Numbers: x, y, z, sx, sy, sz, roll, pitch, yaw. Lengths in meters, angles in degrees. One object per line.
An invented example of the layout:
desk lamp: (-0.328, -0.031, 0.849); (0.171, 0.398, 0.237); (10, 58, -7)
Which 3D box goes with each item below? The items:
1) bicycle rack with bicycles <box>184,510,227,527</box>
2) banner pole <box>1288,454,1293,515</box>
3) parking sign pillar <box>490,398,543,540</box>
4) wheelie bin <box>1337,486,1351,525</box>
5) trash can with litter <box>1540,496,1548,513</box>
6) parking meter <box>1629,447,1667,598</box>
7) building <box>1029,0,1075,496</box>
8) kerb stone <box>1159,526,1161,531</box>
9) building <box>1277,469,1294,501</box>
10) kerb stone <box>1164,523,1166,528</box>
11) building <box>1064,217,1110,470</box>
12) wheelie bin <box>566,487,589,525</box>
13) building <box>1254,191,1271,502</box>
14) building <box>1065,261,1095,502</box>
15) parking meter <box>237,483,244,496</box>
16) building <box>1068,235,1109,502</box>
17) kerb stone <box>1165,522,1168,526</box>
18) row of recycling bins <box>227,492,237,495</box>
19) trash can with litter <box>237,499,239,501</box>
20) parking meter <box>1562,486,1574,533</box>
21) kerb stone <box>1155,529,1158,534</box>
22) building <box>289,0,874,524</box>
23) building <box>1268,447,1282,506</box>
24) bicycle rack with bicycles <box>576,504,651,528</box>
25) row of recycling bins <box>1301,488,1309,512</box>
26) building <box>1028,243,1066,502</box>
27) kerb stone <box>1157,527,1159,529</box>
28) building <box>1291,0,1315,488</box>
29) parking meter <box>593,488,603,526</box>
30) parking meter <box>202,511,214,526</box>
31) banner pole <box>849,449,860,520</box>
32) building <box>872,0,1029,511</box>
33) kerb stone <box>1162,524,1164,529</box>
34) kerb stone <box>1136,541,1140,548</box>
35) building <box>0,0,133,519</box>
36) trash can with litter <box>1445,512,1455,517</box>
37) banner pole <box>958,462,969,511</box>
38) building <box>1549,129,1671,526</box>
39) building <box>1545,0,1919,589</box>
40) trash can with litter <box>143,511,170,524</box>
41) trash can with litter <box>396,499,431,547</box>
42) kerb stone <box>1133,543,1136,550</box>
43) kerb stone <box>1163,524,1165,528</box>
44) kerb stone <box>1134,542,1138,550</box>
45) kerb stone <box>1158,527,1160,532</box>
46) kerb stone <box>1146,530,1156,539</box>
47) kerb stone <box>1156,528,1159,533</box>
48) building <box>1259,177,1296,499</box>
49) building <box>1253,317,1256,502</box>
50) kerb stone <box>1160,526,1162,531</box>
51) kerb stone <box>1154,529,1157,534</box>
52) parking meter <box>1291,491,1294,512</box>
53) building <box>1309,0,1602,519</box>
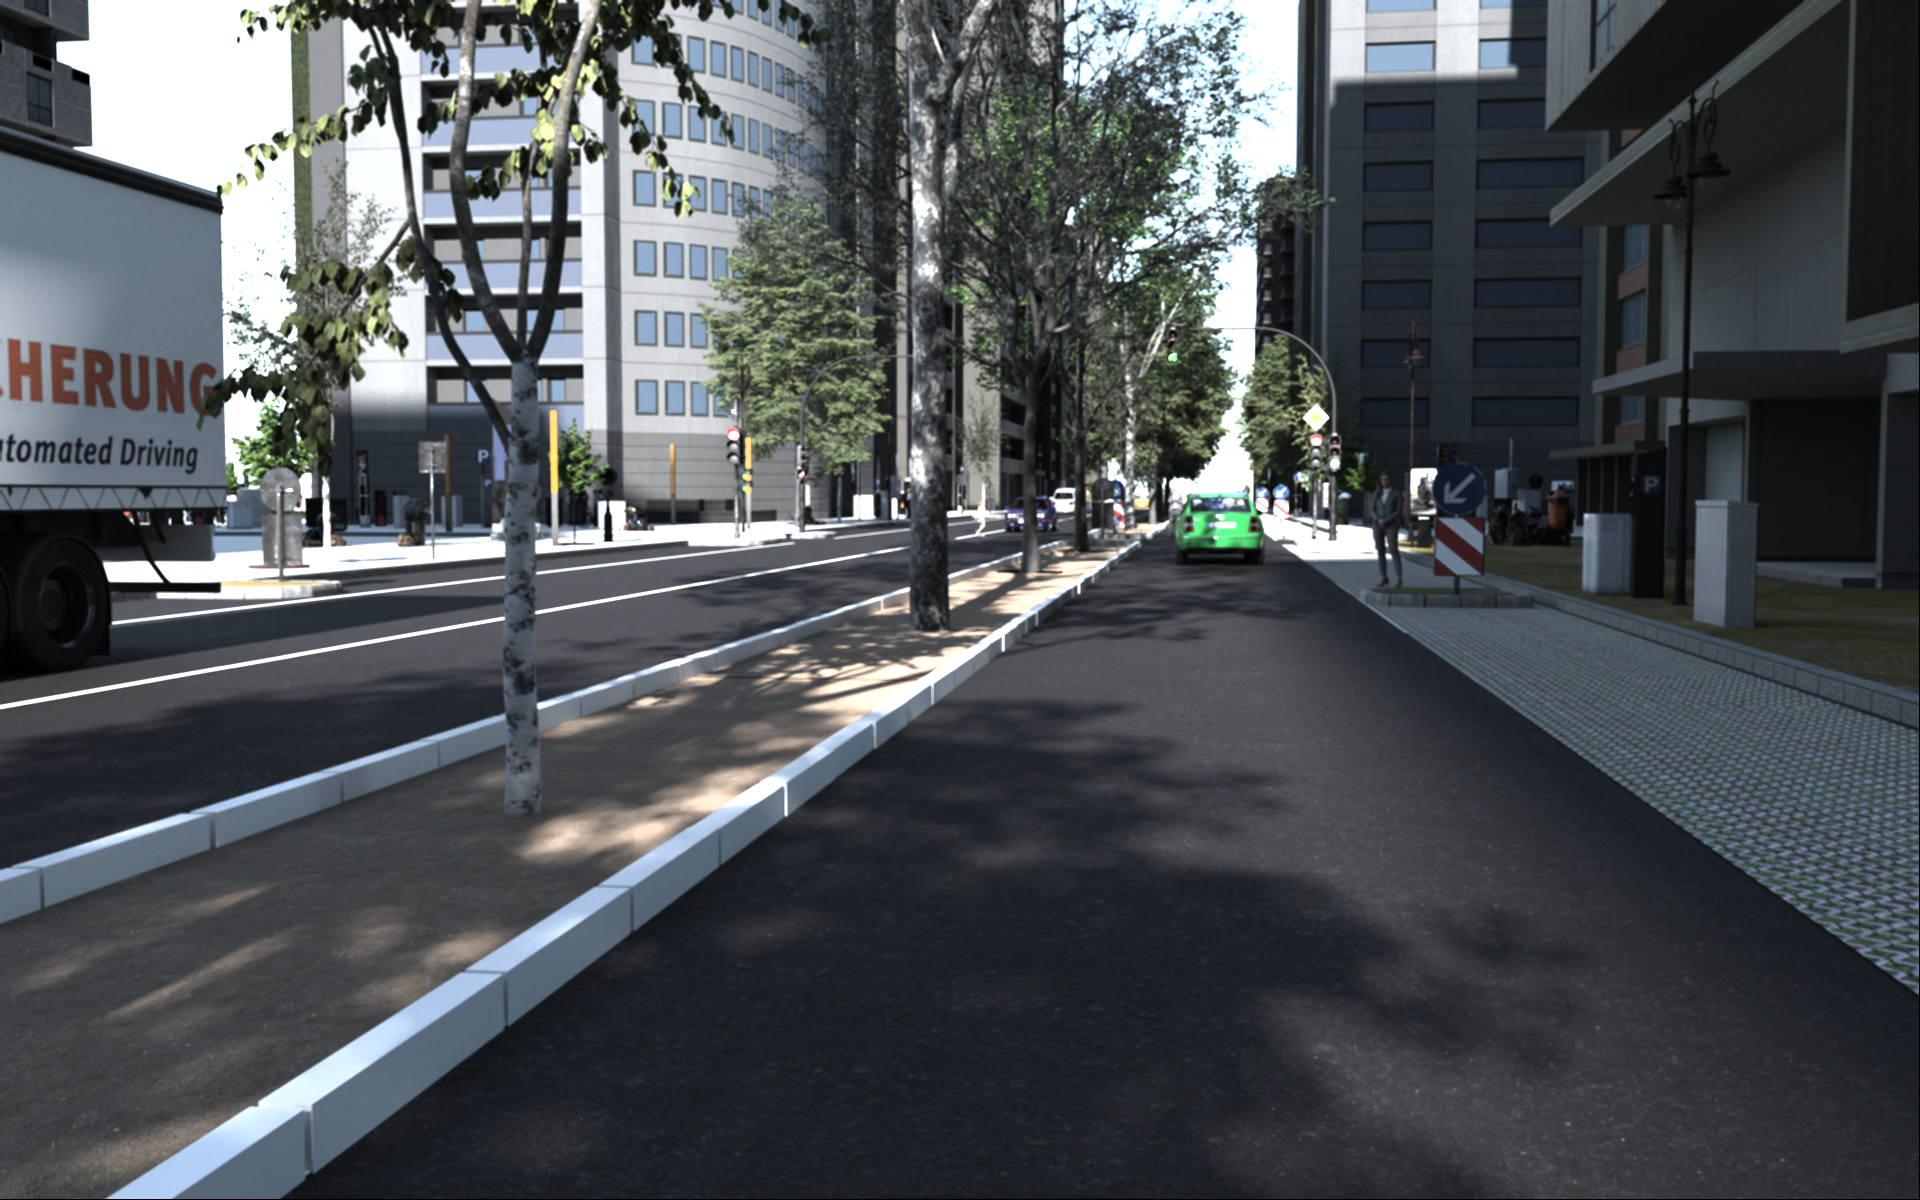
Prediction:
bicycle rack with bicycles: (-28.681, -3.331, 67.839); (2.925, 0.926, 2.852); (3, 5, 41)
banner pole: (20.676, -7.257, 108.672); (0.401, 3.779, 0.863); (0, 4, -4)
parking sign pillar: (-12.472, -3.680, 48.642); (1.447, 3.967, 1.447); (0, 4, -7)
wheelie bin: (15.611, -3.871, 71.203); (0.980, 1.594, 0.693); (3, 4, 36)
trash can with litter: (26.909, -4.274, 80.937); (2.233, 1.210, 1.678); (3, 4, 38)
parking meter: (8.488, -0.960, 21.399); (0.399, 1.863, 0.255); (1, 4, 10)
building: (5.197, -48.187, 226.104); (20.563, 71.187, 20.611); (1, 4, 8)
kerb stone: (7.204, -2.526, 63.494); (0.120, 0.150, 1.000); (1, 4, 8)
building: (40.300, -44.095, 159.197); (20.563, 71.187, 20.611); (1, 4, 8)
kerb stone: (8.237, -2.961, 70.607); (0.120, 0.150, 1.000); (1, 4, 8)
building: (16.906, -38.617, 281.504); (14.600, 45.320, 14.200); (1, 4, 8)
wheelie bin: (-15.622, -3.857, 70.963); (0.693, 1.594, 0.980); (3, 5, 44)
building: (55.261, -38.868, 259.190); (21.300, 48.544, 21.600); (1, 4, 8)
building: (2.922, -34.127, 249.865); (32.217, 40.220, 23.993); (1, 4, 8)
parking meter: (-37.671, -5.199, 90.713); (0.255, 1.863, 0.399); (0, 4, 0)
building: (15.572, -35.716, 267.558); (14.154, 41.232, 14.086); (1, 4, 8)
kerb stone: (8.532, -3.085, 72.629); (0.120, 0.150, 1.000); (1, 4, 8)
row of recycling bins: (-47.526, -6.570, 114.528); (1.069, 1.692, 3.534); (2, 4, 28)
trash can with litter: (-36.111, -4.612, 86.791); (0.624, 1.170, 1.055); (1, 4, 21)
parking meter: (19.815, -2.940, 56.481); (0.372, 1.533, 0.369); (0, 3, 0)
kerb stone: (6.623, -2.278, 59.445); (0.120, 0.150, 1.000); (1, 4, 8)
building: (-17.370, -33.277, 86.082); (21.231, 58.520, 28.212); (1, 4, 8)
building: (45.077, -53.317, 184.408); (22.319, 86.520, 31.000); (1, 4, 8)
bicycle rack with bicycles: (-13.122, -3.215, 65.955); (2.925, 0.926, 2.852); (-1, 4, -16)
row of recycling bins: (24.900, -7.236, 125.413); (1.069, 1.692, 3.534); (1, 4, 9)
building: (4.503, -26.007, 196.916); (14.160, 30.474, 14.107); (1, 4, 8)
kerb stone: (6.916, -2.401, 61.469); (0.120, 0.150, 1.000); (1, 4, 8)
building: (34.993, -30.145, 142.975); (14.600, 45.320, 14.200); (1, 4, 8)
parking meter: (-14.379, -3.698, 68.867); (0.372, 1.533, 0.369); (0, 3, 0)
parking meter: (-27.623, -3.375, 63.589); (0.372, 1.533, 0.369); (0, 3, 0)
banner pole: (-5.086, -5.769, 84.348); (0.863, 3.779, 0.401); (-3, 5, -40)
building: (-6.003, -31.808, 143.770); (21.300, 48.544, 21.600); (1, 4, 8)
kerb stone: (7.791, -2.773, 67.554); (0.120, 0.150, 1.000); (1, 4, 8)
kerb stone: (4.510, -1.379, 44.741); (0.120, 0.150, 1.000); (1, 4, 8)
building: (-57.521, -29.882, 77.806); (27.495, 52.752, 28.713); (1, 4, 8)
trash can with litter: (17.164, -2.997, 60.382); (0.624, 1.170, 1.055); (2, 4, 31)
banner pole: (0.247, -8.700, 132.268); (0.863, 3.779, 0.401); (1, 4, 17)
building: (37.680, -25.006, 63.479); (28.867, 44.769, 22.147); (1, 4, 8)
building: (23.331, -26.315, 19.491); (28.713, 52.752, 27.495); (1, 4, 8)
trash can with litter: (-21.572, -2.164, 46.762); (0.624, 1.170, 1.055); (0, 4, -3)
trash can with litter: (-13.397, -1.901, 42.462); (0.624, 1.170, 1.055); (0, 4, 5)
kerb stone: (4.209, -1.255, 42.713); (0.120, 0.150, 1.000); (1, 4, 8)
kerb stone: (7.949, -2.836, 68.567); (0.120, 0.150, 1.000); (1, 4, 8)
kerb stone: (4.359, -1.317, 43.730); (0.120, 0.150, 1.000); (1, 4, 8)
kerb stone: (7.059, -2.464, 62.483); (0.120, 0.150, 1.000); (1, 4, 8)
kerb stone: (6.326, -2.151, 57.411); (0.120, 0.150, 1.000); (1, 4, 8)
kerb stone: (6.775, -2.340, 60.456); (0.120, 0.150, 1.000); (1, 4, 8)
building: (51.869, -35.414, 233.639); (22.147, 44.769, 28.867); (1, 4, 8)
building: (54.274, -30.996, 278.477); (14.160, 30.474, 14.107); (1, 4, 8)
kerb stone: (7.358, -2.588, 64.511); (0.120, 0.150, 1.000); (1, 4, 8)
kerb stone: (6.477, -2.216, 58.429); (0.120, 0.150, 1.000); (1, 4, 8)
parking meter: (23.929, -7.084, 124.239); (0.372, 1.533, 0.369); (0, 3, 0)
building: (31.334, -34.169, 100.659); (21.231, 58.520, 28.212); (1, 4, 8)
